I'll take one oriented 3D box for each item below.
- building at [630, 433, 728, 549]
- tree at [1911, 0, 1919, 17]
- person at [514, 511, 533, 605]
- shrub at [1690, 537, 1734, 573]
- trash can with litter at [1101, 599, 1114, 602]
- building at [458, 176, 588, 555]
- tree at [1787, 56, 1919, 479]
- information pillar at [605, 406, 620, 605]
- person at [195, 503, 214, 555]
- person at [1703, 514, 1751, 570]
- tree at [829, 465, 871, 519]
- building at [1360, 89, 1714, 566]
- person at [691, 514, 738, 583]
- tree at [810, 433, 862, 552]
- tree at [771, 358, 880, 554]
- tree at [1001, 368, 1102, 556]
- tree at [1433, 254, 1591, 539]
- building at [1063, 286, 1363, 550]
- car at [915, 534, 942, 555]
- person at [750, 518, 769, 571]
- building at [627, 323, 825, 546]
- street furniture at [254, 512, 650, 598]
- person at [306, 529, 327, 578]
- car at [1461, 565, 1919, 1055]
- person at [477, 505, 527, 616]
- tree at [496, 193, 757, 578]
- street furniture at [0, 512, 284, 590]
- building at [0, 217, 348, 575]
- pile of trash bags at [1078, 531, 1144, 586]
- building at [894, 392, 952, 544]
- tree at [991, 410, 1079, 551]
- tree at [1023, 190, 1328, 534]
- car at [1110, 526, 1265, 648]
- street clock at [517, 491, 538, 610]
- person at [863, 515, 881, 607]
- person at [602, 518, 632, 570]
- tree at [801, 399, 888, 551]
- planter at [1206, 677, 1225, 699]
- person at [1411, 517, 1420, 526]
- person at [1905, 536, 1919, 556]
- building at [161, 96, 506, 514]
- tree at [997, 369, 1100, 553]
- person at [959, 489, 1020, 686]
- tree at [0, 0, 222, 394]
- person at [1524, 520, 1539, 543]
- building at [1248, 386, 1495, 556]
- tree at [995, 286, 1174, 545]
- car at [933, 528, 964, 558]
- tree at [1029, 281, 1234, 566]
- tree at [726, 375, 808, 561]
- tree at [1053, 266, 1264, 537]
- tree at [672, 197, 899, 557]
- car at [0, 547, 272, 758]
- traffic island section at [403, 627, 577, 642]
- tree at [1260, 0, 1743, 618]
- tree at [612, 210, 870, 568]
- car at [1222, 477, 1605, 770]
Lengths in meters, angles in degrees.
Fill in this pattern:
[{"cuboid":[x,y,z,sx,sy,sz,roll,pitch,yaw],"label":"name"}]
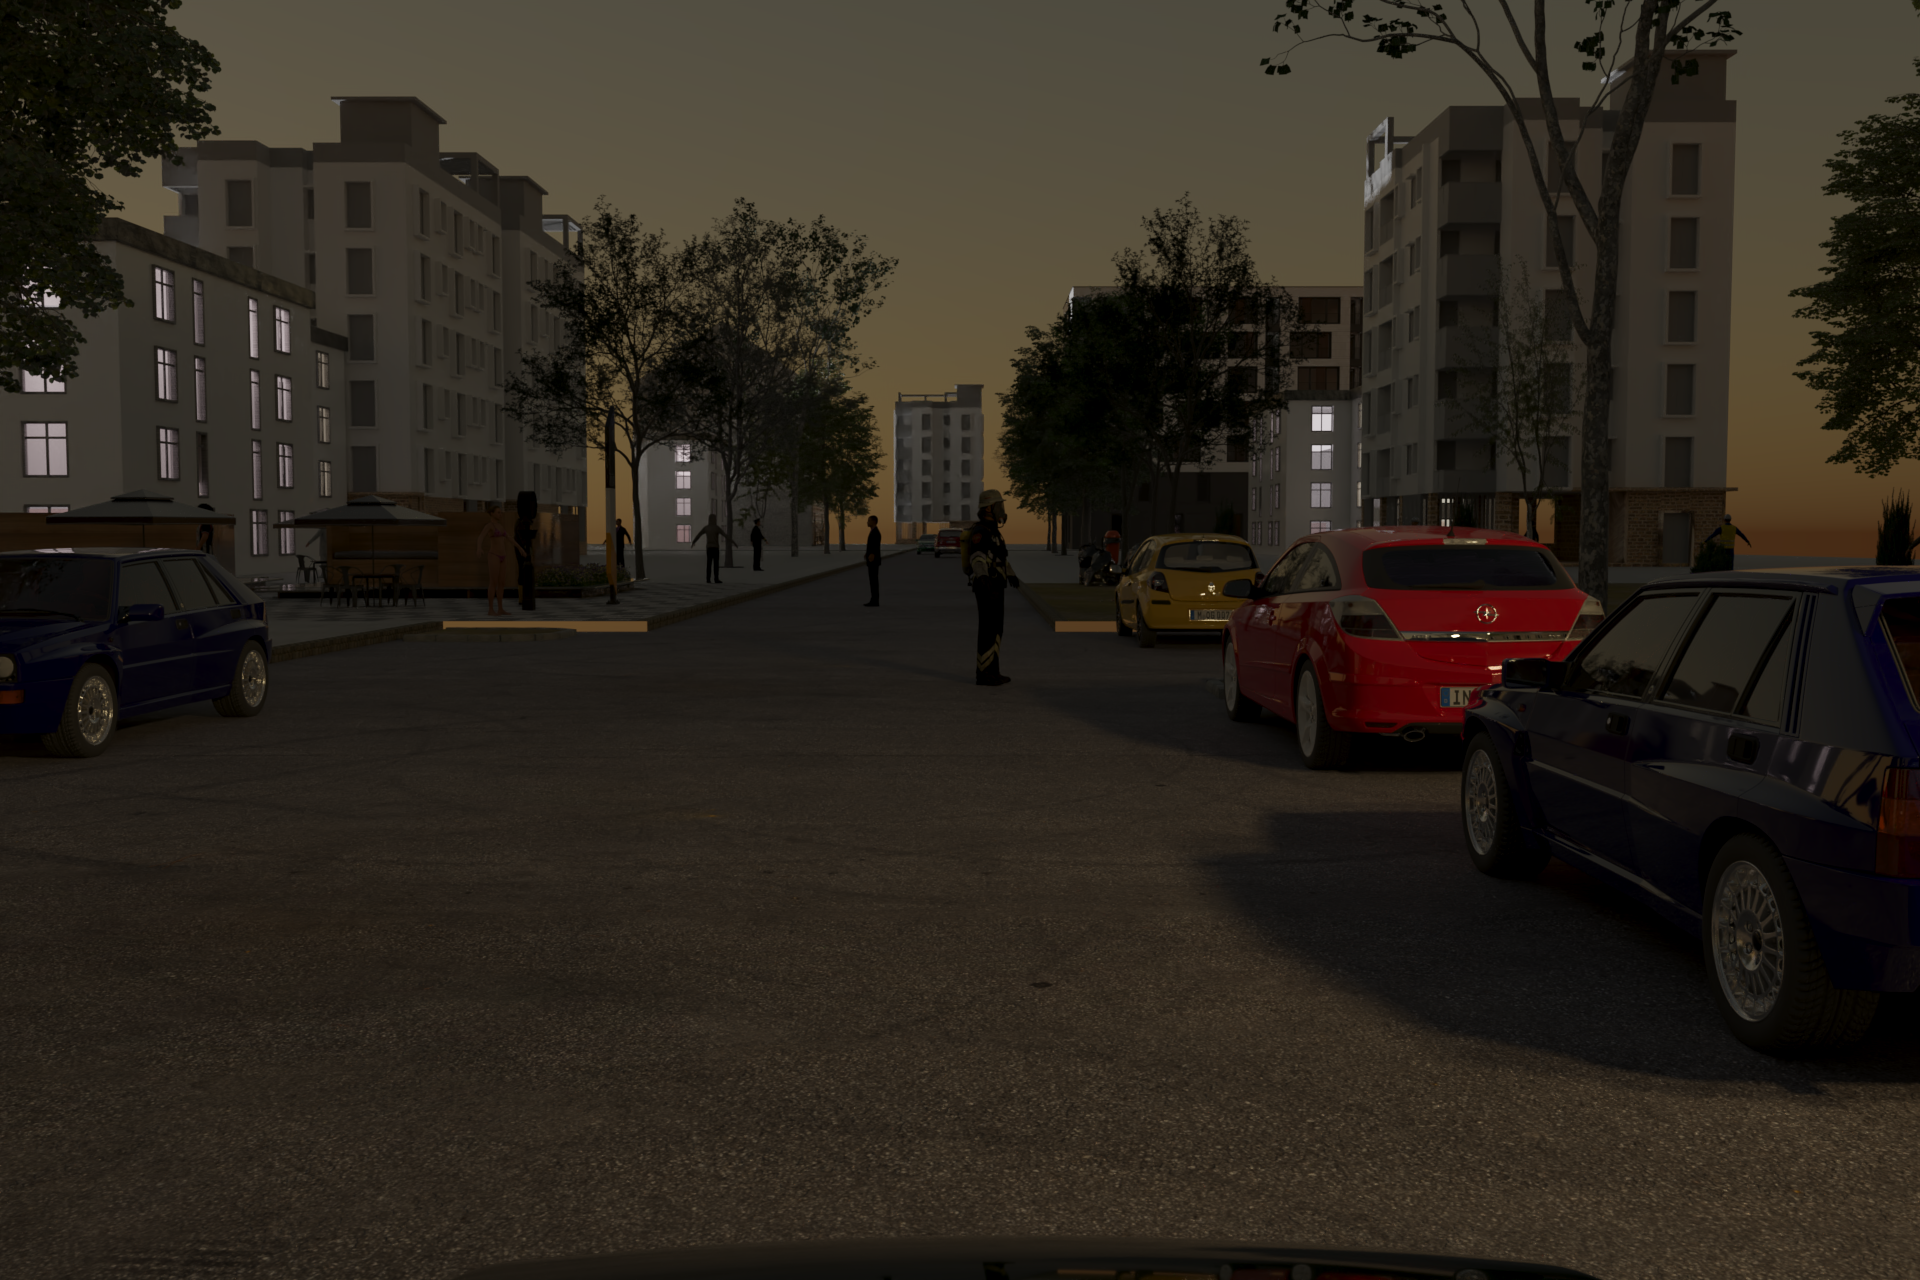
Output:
[{"cuboid":[-25.436,-13.191,157.818,9.099,9.664,28.070,0,4,0],"label":"building"},{"cuboid":[8.369,-5.552,8.900,7.486,12.596,7.792,0,3,0],"label":"tree"},{"cuboid":[-7.910,-1.553,31.523,0.704,1.812,1.346,-1,4,-15],"label":"person"},{"cuboid":[17.256,-1.752,39.755,1.383,1.207,1.383,0,3,0],"label":"shrub"},{"cuboid":[3.519,-1.286,32.091,1.678,1.210,2.233,0,4,-1],"label":"trash can with litter"},{"cuboid":[-27.883,-14.462,92.879,16.016,20.090,11.380,0,4,1],"label":"building"},{"cuboid":[22.437,-7.380,38.793,7.486,12.596,7.792,0,3,0],"label":"tree"},{"cuboid":[-6.345,-2.454,31.477,0.183,3.616,0.504,0,4,1],"label":"information pillar"},{"cuboid":[-13.368,-1.495,30.594,0.704,1.843,1.345,-1,4,-20],"label":"person"},{"cuboid":[21.109,-2.552,47.691,1.349,1.833,0.705,0,4,7],"label":"person"},{"cuboid":[-14.785,-17.518,220.837,7.601,10.594,8.767,0,4,1],"label":"tree"},{"cuboid":[23.983,-13.675,80.007,16.016,20.090,11.380,0,4,0],"label":"building"},{"cuboid":[-6.453,-2.396,45.299,1.348,1.813,0.705,1,4,18],"label":"person"},{"cuboid":[-8.676,-10.504,122.096,4.737,8.622,4.395,0,3,0],"label":"tree"},{"cuboid":[-9.006,-11.813,111.274,7.486,12.596,7.792,0,3,0],"label":"tree"},{"cuboid":[6.210,-10.851,103.176,9.928,11.665,9.643,0,3,0],"label":"tree"},{"cuboid":[15.033,-5.790,45.034,4.360,8.622,3.978,0,3,0],"label":"tree"},{"cuboid":[23.238,-19.286,159.304,27.936,21.610,32.646,0,3,0],"label":"building"},{"cuboid":[-2.122,-6.757,122.277,2.131,1.459,4.920,0,3,0],"label":"car"},{"cuboid":[-7.019,-3.319,60.193,0.705,1.837,1.347,-2,4,-31],"label":"person"},{"cuboid":[-24.576,-21.828,187.820,19.493,23.208,18.063,0,4,0],"label":"building"},{"cuboid":[-9.677,-1.908,38.057,9.812,1.723,11.010,0,4,-1],"label":"street furniture"},{"cuboid":[-18.494,-2.704,50.402,0.705,1.806,1.347,1,4,19],"label":"person"},{"cuboid":[3.038,0.396,6.108,1.945,1.354,3.894,0,3,0],"label":"car"},{"cuboid":[-7.239,-1.254,27.301,0.721,1.733,1.217,1,4,21],"label":"person"},{"cuboid":[-9.337,-6.977,48.486,7.601,10.594,8.767,-2,4,-28],"label":"tree"},{"cuboid":[-19.854,-1.842,36.972,9.812,1.723,11.010,-1,4,-10],"label":"street furniture"},{"cuboid":[-26.844,-7.213,60.080,9.099,9.664,28.070,0,4,0],"label":"building"},{"cuboid":[3.942,-2.095,44.012,1.912,1.369,3.447,0,4,1],"label":"pile of trash bags"},{"cuboid":[-7.985,-22.219,222.149,11.380,20.090,16.016,0,4,-7],"label":"building"},{"cuboid":[6.821,-13.454,130.348,12.009,13.543,11.850,0,3,0],"label":"tree"},{"cuboid":[5.796,-6.951,48.057,8.767,10.594,7.601,1,4,9],"label":"tree"},{"cuboid":[3.071,-0.796,23.235,2.015,1.641,3.980,0,4,-1],"label":"car"},{"cuboid":[-7.270,-1.503,29.143,0.358,2.002,0.471,0,4,1],"label":"street clock"},{"cuboid":[-1.743,-1.568,34.312,0.704,1.802,1.346,0,4,-8],"label":"person"},{"cuboid":[-11.347,-3.140,57.571,1.346,1.802,0.704,3,4,36],"label":"person"},{"cuboid":[-9.037,-12.609,131.909,9.928,11.665,9.643,0,3,0],"label":"tree"},{"cuboid":[3.252,0.342,15.552,1.991,0.319,1.994,0,4,0],"label":"planter"},{"cuboid":[12.963,-2.644,49.688,0.721,1.772,1.216,-1,4,-14],"label":"person"},{"cuboid":[16.806,-1.416,29.426,1.348,1.796,0.705,3,4,36],"label":"person"},{"cuboid":[-28.441,-13.453,76.381,16.016,20.090,11.380,0,4,-1],"label":"building"},{"cuboid":[6.194,-12.032,114.855,7.486,12.596,7.792,0,3,0],"label":"tree"},{"cuboid":[0.315,-0.504,16.481,0.705,1.856,1.354,1,4,14],"label":"person"},{"cuboid":[-12.288,-6.805,17.915,9.857,13.997,8.962,0,3,0],"label":"tree"},{"cuboid":[20.807,-3.490,63.245,1.347,1.806,0.705,-3,5,-41],"label":"person"},{"cuboid":[23.464,-9.721,101.084,9.099,9.664,28.070,0,4,0],"label":"building"},{"cuboid":[6.652,-11.272,90.957,9.857,13.997,8.962,0,3,0],"label":"tree"},{"cuboid":[-0.525,-5.938,105.759,2.281,1.827,5.304,0,4,0],"label":"car"},{"cuboid":[6.801,-8.784,69.381,9.928,11.665,9.643,0,3,0],"label":"tree"},{"cuboid":[-9.250,-7.995,81.082,4.737,8.622,4.395,0,3,0],"label":"tree"},{"cuboid":[6.683,-7.510,57.208,7.601,10.594,8.767,-2,4,-23],"label":"tree"},{"cuboid":[-9.981,-14.793,97.747,12.611,20.169,13.585,0,3,0],"label":"tree"},{"cuboid":[-6.390,0.018,12.292,1.945,1.354,3.894,0,3,0],"label":"car"},{"cuboid":[-6.431,-0.073,24.061,1.991,0.108,1.994,0,4,1],"label":"traffic island section"},{"cuboid":[9.279,-10.392,25.797,12.611,20.169,13.585,0,3,0],"label":"tree"},{"cuboid":[-8.663,-9.485,65.442,12.009,13.543,11.850,0,3,0],"label":"tree"},{"cuboid":[2.972,-0.182,12.009,2.155,1.783,4.494,0,4,-1],"label":"car"}]
